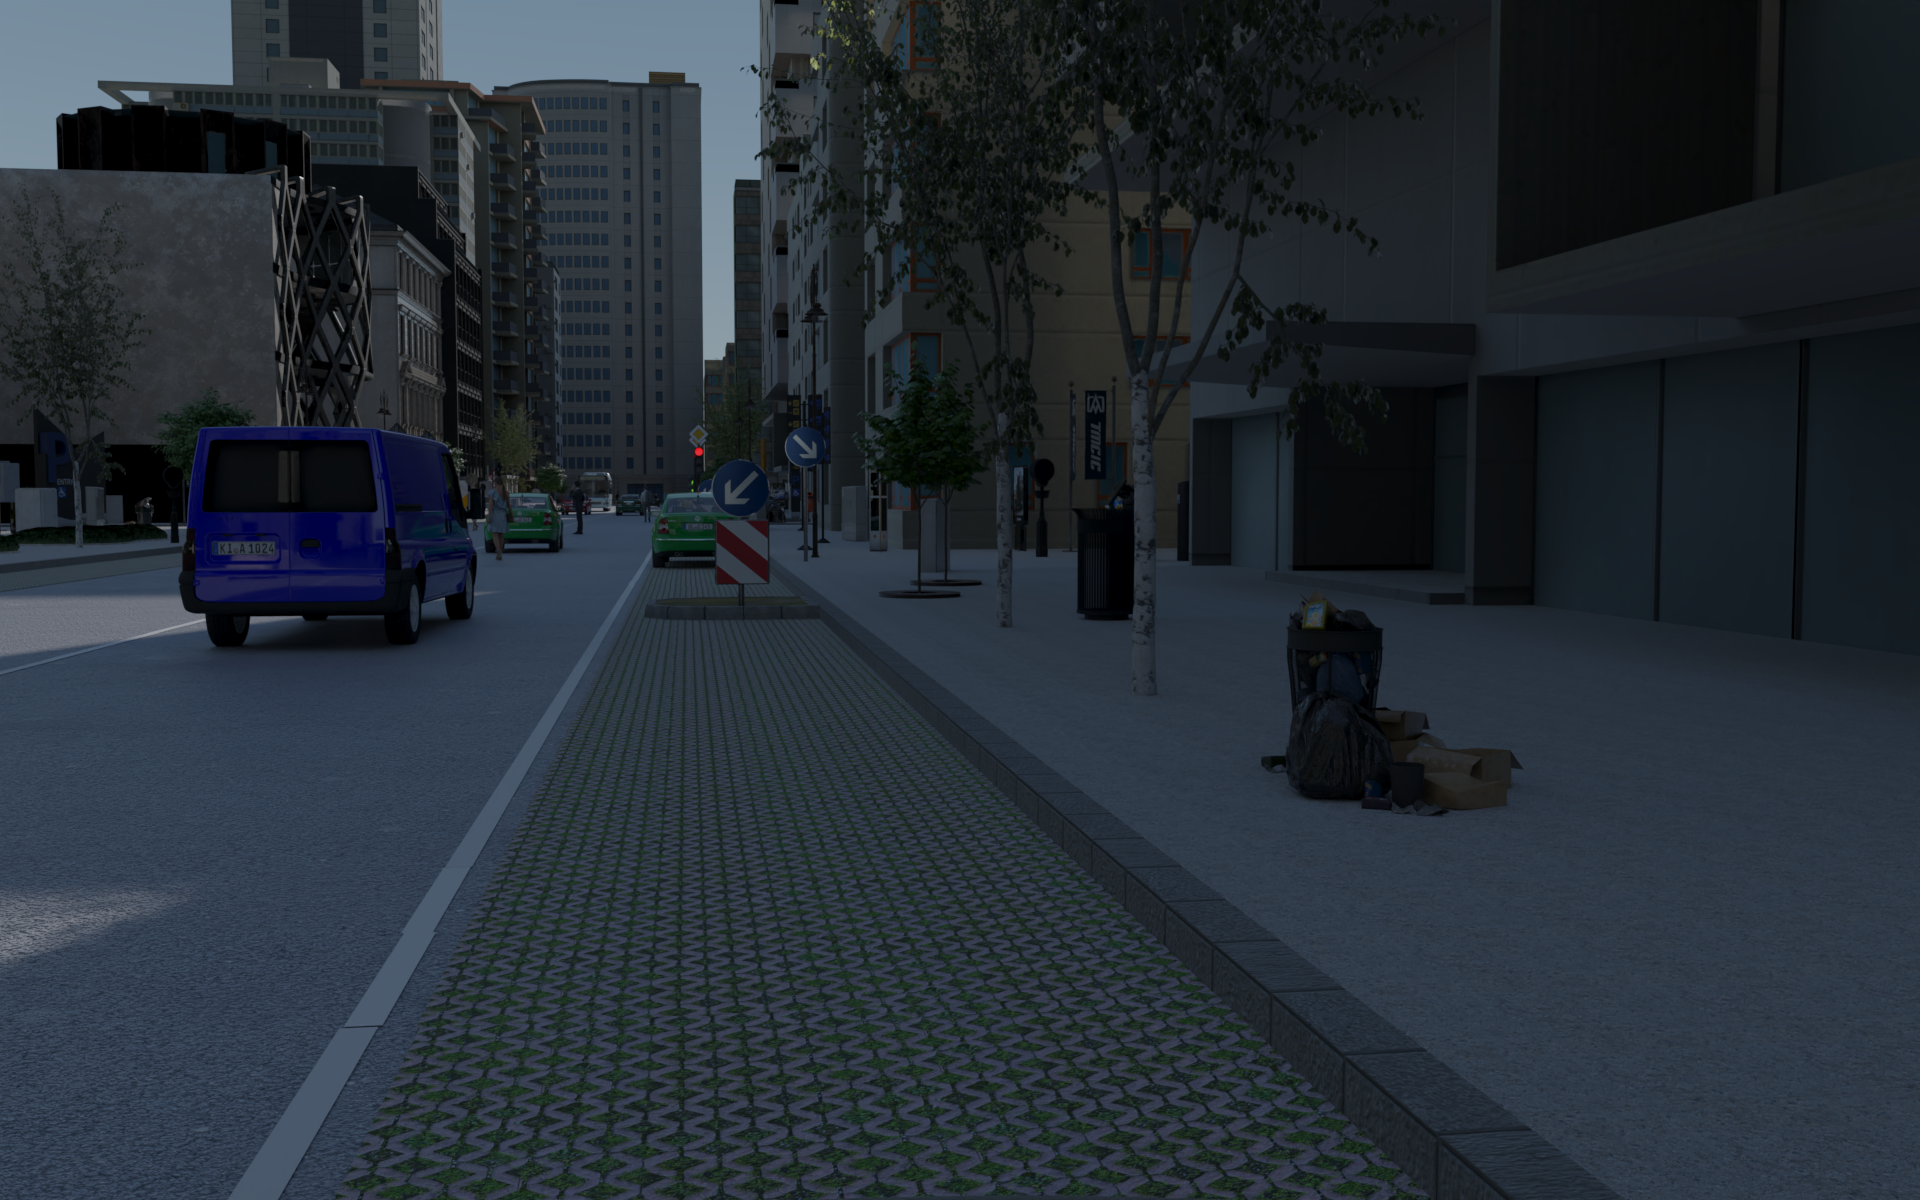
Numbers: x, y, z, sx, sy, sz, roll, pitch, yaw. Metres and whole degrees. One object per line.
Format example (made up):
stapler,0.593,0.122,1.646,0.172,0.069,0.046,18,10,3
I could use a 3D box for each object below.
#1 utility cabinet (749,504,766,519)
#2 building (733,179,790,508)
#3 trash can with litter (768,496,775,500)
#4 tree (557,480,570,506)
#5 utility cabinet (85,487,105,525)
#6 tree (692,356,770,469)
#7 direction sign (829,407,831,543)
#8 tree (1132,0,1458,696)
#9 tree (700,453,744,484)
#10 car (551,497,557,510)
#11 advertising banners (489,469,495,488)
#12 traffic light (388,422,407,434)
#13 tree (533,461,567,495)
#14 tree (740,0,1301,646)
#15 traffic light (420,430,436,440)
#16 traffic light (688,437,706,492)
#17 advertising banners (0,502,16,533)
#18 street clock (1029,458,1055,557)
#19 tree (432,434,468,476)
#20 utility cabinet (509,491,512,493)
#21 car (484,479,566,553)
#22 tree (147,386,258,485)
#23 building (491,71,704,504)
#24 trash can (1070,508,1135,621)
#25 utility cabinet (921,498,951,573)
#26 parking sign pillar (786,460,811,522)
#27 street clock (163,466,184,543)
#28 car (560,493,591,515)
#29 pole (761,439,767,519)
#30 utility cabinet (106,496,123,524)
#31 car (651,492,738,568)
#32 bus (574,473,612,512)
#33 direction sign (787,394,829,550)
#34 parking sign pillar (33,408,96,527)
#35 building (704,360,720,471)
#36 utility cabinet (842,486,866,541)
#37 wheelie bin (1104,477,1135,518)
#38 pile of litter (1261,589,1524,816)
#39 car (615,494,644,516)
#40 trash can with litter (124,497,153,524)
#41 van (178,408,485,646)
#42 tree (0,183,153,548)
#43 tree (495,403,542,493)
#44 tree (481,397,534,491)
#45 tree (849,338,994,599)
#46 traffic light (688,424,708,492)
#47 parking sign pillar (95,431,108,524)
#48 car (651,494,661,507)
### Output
utility cabinet,-7.198,-3.229,61.470,0.318,1.500,1.173,1,4,9
building,-14.118,-23.886,162.235,14.160,30.474,14.107,-1,4,-9
trash can with litter,-10.324,-5.115,95.009,0.624,1.170,1.055,-1,4,-17
tree,-44.160,-12.056,191.712,1.663,3.219,1.824,0,3,0
utility cabinet,-26.238,-2.685,52.582,0.318,1.500,1.173,-1,4,-16
tree,-11.963,-8.644,91.699,4.737,8.622,4.395,0,3,0
direction sign,-3.588,-3.257,45.254,0.379,3.537,0.876,-2,4,-31
tree,1.291,-3.685,10.615,4.360,8.622,3.978,0,3,0
tree,-16.702,-8.642,125.015,4.285,4.588,4.351,0,3,0
car,-24.874,-5.502,102.316,2.083,1.381,4.827,0,4,-8
advertising banners,-31.925,-7.545,119.548,0.090,3.025,2.074,0,4,2
traffic light,-22.047,-4.833,67.938,0.839,4.253,0.868,-1,4,-9
tree,-40.425,-11.451,170.943,4.285,4.588,4.351,0,3,0
tree,0.212,-4.037,16.365,4.360,8.622,3.978,0,3,0
traffic light,-23.289,-5.315,75.826,0.839,4.253,0.868,-1,4,-9
traffic light,-11.772,-5.427,77.649,0.839,4.253,0.868,-1,4,-9
advertising banners,-31.370,-3.666,56.124,2.074,3.025,0.090,-1,4,-15
street clock,1.667,-1.875,35.234,0.471,2.002,0.358,-2,4,-24
tree,-28.283,-6.711,93.444,4.285,4.588,4.351,0,3,0
utility cabinet,-34.370,-7.453,130.530,1.173,1.500,0.318,1,4,18
car,-11.004,-2.144,43.843,1.959,1.807,4.718,-1,4,-11
tree,-22.758,-4.207,52.493,4.285,4.588,4.351,0,3,0
building,-50.452,-42.914,243.635,28.212,58.520,21.231,-1,4,-9
trash can,1.504,-0.373,17.753,0.748,1.137,0.748,0,3,0
utility cabinet,-0.415,-1.076,28.754,0.306,1.237,1.020,1,4,12
parking sign pillar,-7.624,-5.607,80.142,1.447,3.967,1.447,0,4,-8
street clock,-20.569,-2.492,45.320,0.471,2.002,0.358,-2,4,-32
car,-26.482,-6.757,119.516,2.155,1.783,4.494,0,4,-7
pole,-7.252,-4.291,63.998,0.158,3.312,0.155,0,3,0
utility cabinet,-36.983,-3.924,75.320,1.020,1.237,0.306,-2,4,-32
car,-5.277,-1.602,34.983,1.959,1.807,4.718,0,4,-8
bus,-30.396,-9.129,144.124,2.948,3.499,13.247,-1,4,-10
direction sign,-3.541,-2.907,39.531,0.876,3.537,0.379,1,4,20
parking sign pillar,-28.605,-4.056,54.789,1.447,3.967,1.447,1,4,14
building,-22.529,-24.897,252.101,28.899,21.520,27.650,-1,4,-9
utility cabinet,-2.914,-2.364,47.326,0.318,1.500,1.173,-1,4,-23
wheelie bin,3.142,-1.549,33.233,0.693,1.594,0.980,0,4,-2
pile of litter,1.912,0.380,7.749,1.176,0.858,1.719,1,4,18
car,-22.039,-6.371,115.956,2.131,1.459,4.920,0,4,-7
trash can with litter,-29.764,-3.135,62.647,1.055,1.170,0.624,0,4,-5
van,-6.332,-0.835,18.042,2.240,2.365,5.245,0,4,-7
tree,-21.117,-5.541,40.965,4.360,8.622,3.978,0,3,0
tree,-35.876,-11.595,139.947,4.360,8.622,3.978,0,3,0
tree,-34.262,-11.083,131.565,4.737,8.622,4.395,0,3,0
tree,-0.560,-1.661,21.765,1.663,3.219,1.824,0,3,0
traffic light,-10.530,-4.944,69.760,0.839,4.253,0.868,-1,4,-9
parking sign pillar,-37.131,-5.215,73.736,1.447,3.967,1.447,-3,4,-38
car,-33.153,-10.788,186.173,2.009,1.686,4.222,-1,4,-10
